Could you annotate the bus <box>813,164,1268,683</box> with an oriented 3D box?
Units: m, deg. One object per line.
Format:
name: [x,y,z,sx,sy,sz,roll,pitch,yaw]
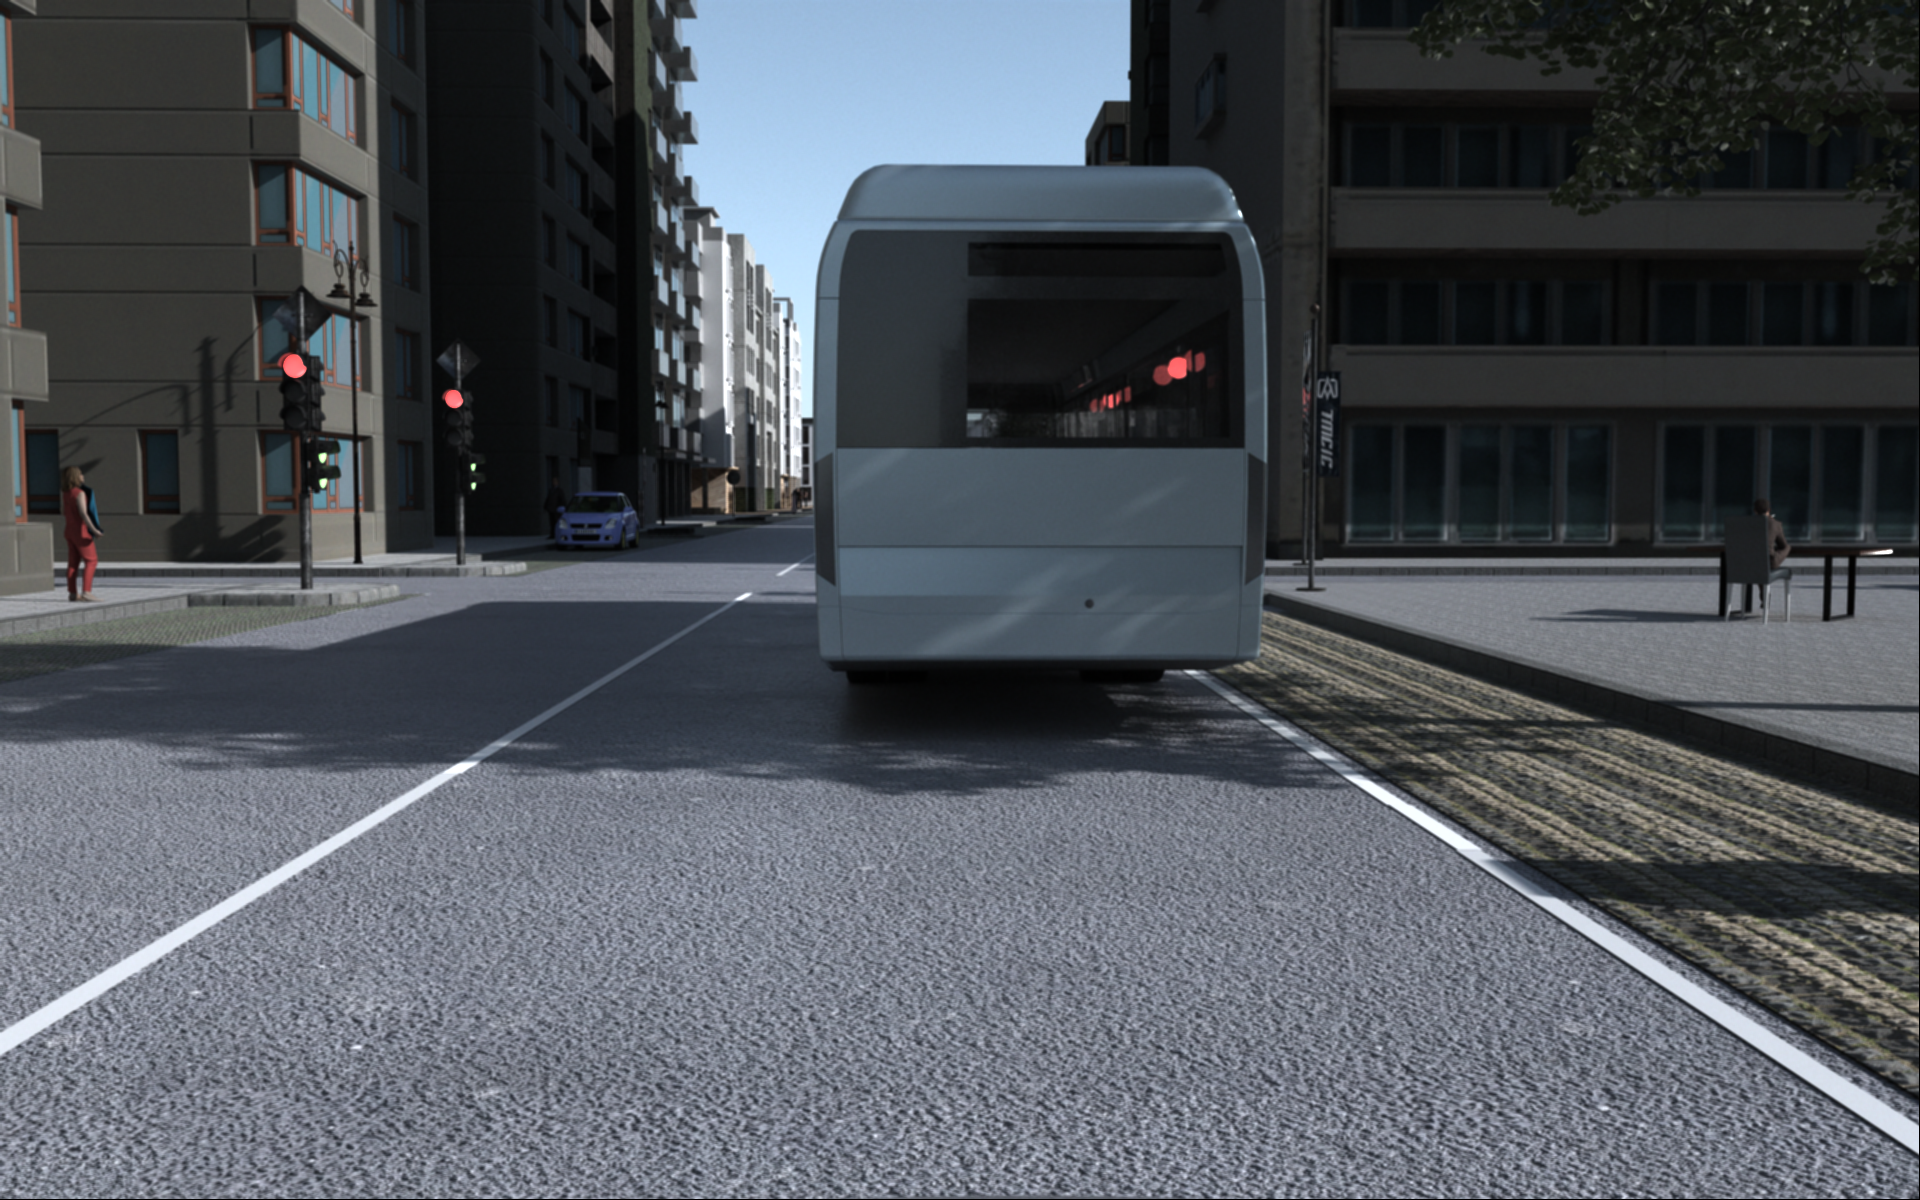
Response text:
bus: [0.229,-1.314,16.338,2.948,3.499,13.247,0,4,-2]

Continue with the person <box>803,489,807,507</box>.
person: [-15.028,-9.858,167.935,0.721,1.736,1.217,-1,4,-14]

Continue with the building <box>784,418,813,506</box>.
building: [-8.165,-15.513,195.780,28.070,9.664,9.099,0,4,-2]

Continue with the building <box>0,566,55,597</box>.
building: [-26.099,-9.977,8.166,28.899,21.520,27.650,0,4,-2]

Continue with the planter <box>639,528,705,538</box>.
planter: [-9.427,-2.179,56.772,1.991,0.319,1.994,0,4,-2]

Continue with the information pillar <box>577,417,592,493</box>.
information pillar: [-11.479,-3.766,52.928,0.183,3.616,0.504,3,4,37]

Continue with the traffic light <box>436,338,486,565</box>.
traffic light: [-9.031,-2.591,31.287,0.839,4.253,0.868,0,4,-2]

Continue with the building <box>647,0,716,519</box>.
building: [-25.619,-28.709,89.009,23.786,49.044,30.456,0,4,-2]

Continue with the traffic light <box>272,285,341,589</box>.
traffic light: [-8.817,-2.103,23.304,0.839,4.253,0.868,0,4,-2]

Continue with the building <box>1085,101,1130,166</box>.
building: [19.774,-15.060,91.266,27.650,21.520,28.899,0,4,-2]

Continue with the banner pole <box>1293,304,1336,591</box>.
banner pole: [4.664,-2.026,23.136,0.401,3.779,0.863,0,4,-1]

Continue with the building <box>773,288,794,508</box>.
building: [-23.552,-18.254,154.880,16.016,20.091,11.380,0,4,-2]

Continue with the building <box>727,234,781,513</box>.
building: [-23.453,-16.334,133.520,16.747,18.905,31.486,0,4,-2]

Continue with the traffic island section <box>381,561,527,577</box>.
traffic island section: [-9.071,-0.559,31.420,2.009,0.180,2.903,0,4,-2]

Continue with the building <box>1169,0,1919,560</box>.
building: [16.389,-25.642,42.950,21.600,48.544,21.300,0,4,-2]

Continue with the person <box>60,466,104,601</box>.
person: [-10.534,-0.797,20.781,0.444,1.614,0.593,-2,4,-29]

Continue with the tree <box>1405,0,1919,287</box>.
tree: [6.249,-5.632,10.211,7.486,12.596,7.792,0,3,0]

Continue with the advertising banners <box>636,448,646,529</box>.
advertising banners: [-11.866,-4.182,64.566,0.090,3.025,2.074,0,4,-2]

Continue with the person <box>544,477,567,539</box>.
person: [-11.503,-2.605,49.181,0.990,1.755,0.434,3,5,39]

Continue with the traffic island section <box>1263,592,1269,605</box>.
traffic island section: [2.960,-0.090,23.750,2.009,0.180,2.903,0,4,-2]

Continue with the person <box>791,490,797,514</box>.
person: [-11.793,-6.993,123.503,0.551,1.740,0.621,3,5,44]

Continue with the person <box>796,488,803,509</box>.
person: [-14.438,-9.024,153.602,1.348,1.821,0.705,3,5,43]

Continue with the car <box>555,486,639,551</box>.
car: [-9.327,-2.142,44.611,1.945,1.707,3.694,0,4,-2]

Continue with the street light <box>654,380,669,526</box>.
street light: [-12.118,-5.977,70.509,0.468,5.910,1.993,0,4,-2]

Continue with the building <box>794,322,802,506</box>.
building: [-21.776,-19.365,173.032,11.380,20.091,16.016,0,4,-2]

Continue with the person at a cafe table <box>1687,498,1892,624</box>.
person at a cafe table: [8.366,-0.423,17.778,1.698,1.238,1.726,3,5,44]

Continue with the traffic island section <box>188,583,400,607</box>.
traffic island section: [-8.857,-0.071,23.438,2.009,0.180,2.903,0,4,-2]

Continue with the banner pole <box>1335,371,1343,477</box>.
banner pole: [6.429,-2.512,31.091,0.863,3.779,0.401,0,4,-1]

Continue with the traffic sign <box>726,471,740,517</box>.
traffic sign: [-12.473,-5.822,95.303,0.768,2.556,0.104,0,4,3]

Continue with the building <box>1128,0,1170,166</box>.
building: [12.767,-17.715,61.346,14.160,30.474,14.107,0,4,-2]

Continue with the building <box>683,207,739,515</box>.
building: [-22.697,-15.638,112.102,16.016,20.091,11.380,0,4,-2]

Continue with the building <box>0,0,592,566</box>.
building: [-26.468,-12.293,46.031,27.650,21.520,28.899,0,4,-2]

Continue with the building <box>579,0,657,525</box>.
building: [-20.037,-18.086,67.401,14.160,30.474,14.107,0,4,-2]

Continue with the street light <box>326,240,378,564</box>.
street light: [-11.113,-3.609,31.796,0.468,5.910,1.993,0,4,-2]

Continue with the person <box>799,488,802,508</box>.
person: [-14.394,-9.153,155.659,0.705,1.831,1.348,-1,4,-19]

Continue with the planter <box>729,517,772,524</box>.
planter: [-10.158,-3.858,84.219,1.991,0.319,1.994,0,4,-2]

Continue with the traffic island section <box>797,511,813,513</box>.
traffic island section: [-11.485,-6.773,133.605,1.991,0.108,1.994,0,4,-2]
